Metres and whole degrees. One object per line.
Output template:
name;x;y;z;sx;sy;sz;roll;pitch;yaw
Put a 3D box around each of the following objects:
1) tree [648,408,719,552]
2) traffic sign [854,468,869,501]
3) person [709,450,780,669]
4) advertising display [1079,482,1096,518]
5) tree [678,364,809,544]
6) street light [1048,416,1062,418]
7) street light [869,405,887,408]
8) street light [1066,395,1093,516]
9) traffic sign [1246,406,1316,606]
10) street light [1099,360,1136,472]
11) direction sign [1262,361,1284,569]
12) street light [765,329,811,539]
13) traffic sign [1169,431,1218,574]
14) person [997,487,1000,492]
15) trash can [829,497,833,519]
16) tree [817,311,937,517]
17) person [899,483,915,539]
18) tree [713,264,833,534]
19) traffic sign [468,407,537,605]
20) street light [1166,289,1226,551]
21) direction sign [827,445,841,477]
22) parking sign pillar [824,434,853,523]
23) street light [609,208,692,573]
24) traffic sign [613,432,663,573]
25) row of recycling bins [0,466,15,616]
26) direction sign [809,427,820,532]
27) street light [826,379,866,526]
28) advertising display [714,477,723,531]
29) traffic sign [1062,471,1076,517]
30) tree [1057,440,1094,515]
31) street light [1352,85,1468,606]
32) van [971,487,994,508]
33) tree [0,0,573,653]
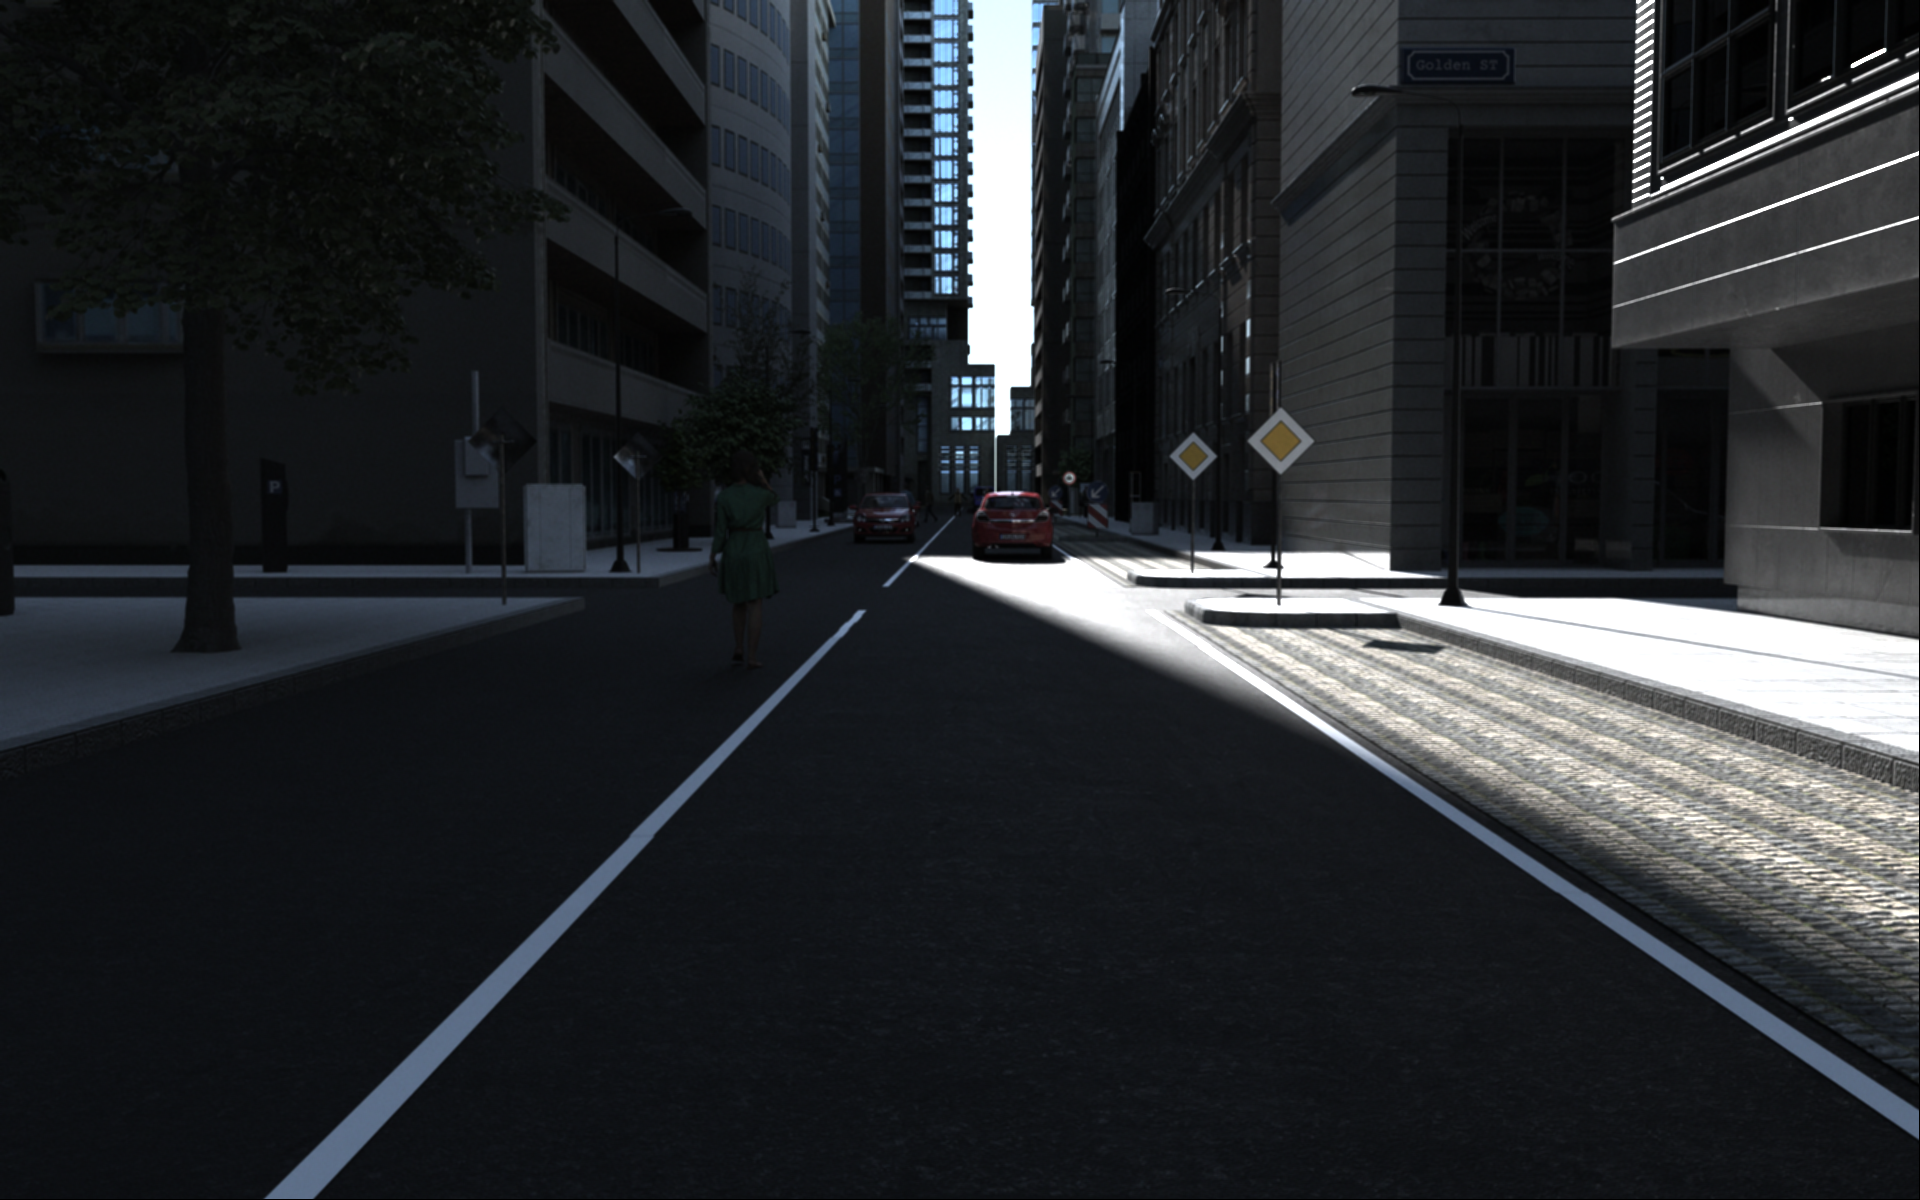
tree;-6.294;-2.708;38.883;1.663;3.219;1.824;0;3;0
traffic sign;-4.764;-5.120;83.823;0.768;2.556;0.104;0;4;4
person;-1.786;-0.344;14.366;0.600;1.795;0.529;0;4;-7
advertising display;6.917;-5.437;94.103;0.974;1.923;0.123;-1;4;-16
tree;-5.511;-3.678;43.854;4.285;4.588;4.351;0;3;0
street light;5.897;-7.949;102.500;1.470;5.913;1.316;0;4;1
street light;-4.512;-7.213;90.473;1.470;5.913;1.316;0;4;1
street light;5.674;-6.654;81.340;1.470;5.913;1.316;0;4;1
traffic sign;3.670;-0.994;19.888;0.795;2.450;0.064;0;4;1
street light;5.528;-5.358;60.146;1.470;5.913;1.316;0;4;1
direction sign;5.419;-2.317;29.875;0.379;3.537;0.876;0;4;-1
street light;-4.910;-4.678;49.019;1.470;5.913;1.316;0;4;1
traffic sign;3.745;-1.482;27.873;0.795;2.450;0.064;0;4;1
person;2.226;-5.691;101.539;0.794;1.824;0.713;2;4;25
trash can;-6.472;-4.793;90.013;0.748;1.137;0.748;0;3;0
tree;-5.400;-10.457;96.732;9.928;11.665;9.643;0;3;0
person;-1.723;-2.822;54.988;0.601;1.785;0.444;0;4;2
tree;-6.206;-6.418;55.304;4.360;8.622;3.978;0;3;0
traffic sign;-5.274;-1.000;19.992;0.795;2.450;0.064;0;4;1
street light;5.347;-4.084;39.310;1.470;5.913;1.316;0;4;1
direction sign;-5.666;-5.338;79.273;0.876;3.537;0.379;1;4;9
parking sign pillar;-5.343;-5.429;77.234;1.447;3.967;1.447;0;4;7
street light;-5.045;-3.410;28.296;1.470;5.913;1.316;0;4;1
traffic sign;-5.199;-1.488;27.977;0.795;2.450;0.064;0;4;1
row of recycling bins;-10.846;-0.600;16.923;1.069;1.692;3.534;1;4;14
direction sign;-4.967;-4.101;59.053;0.379;3.537;0.876;1;4;11
street light;-4.668;-5.945;69.742;1.470;5.913;1.316;0;4;1
advertising display;-8.420;-3.273;58.722;0.123;1.923;0.974;2;4;35
traffic sign;6.093;-5.901;96.592;0.768;2.556;0.104;0;4;3
tree;7.449;-7.505;106.416;4.285;4.588;4.351;0;3;0
street light;5.145;-2.892;19.824;1.470;5.913;1.316;0;4;1
van;2.079;-8.875;149.486;2.240;2.365;5.245;0;3;0
tree;-6.386;-5.876;14.194;7.486;12.596;7.792;0;3;0
